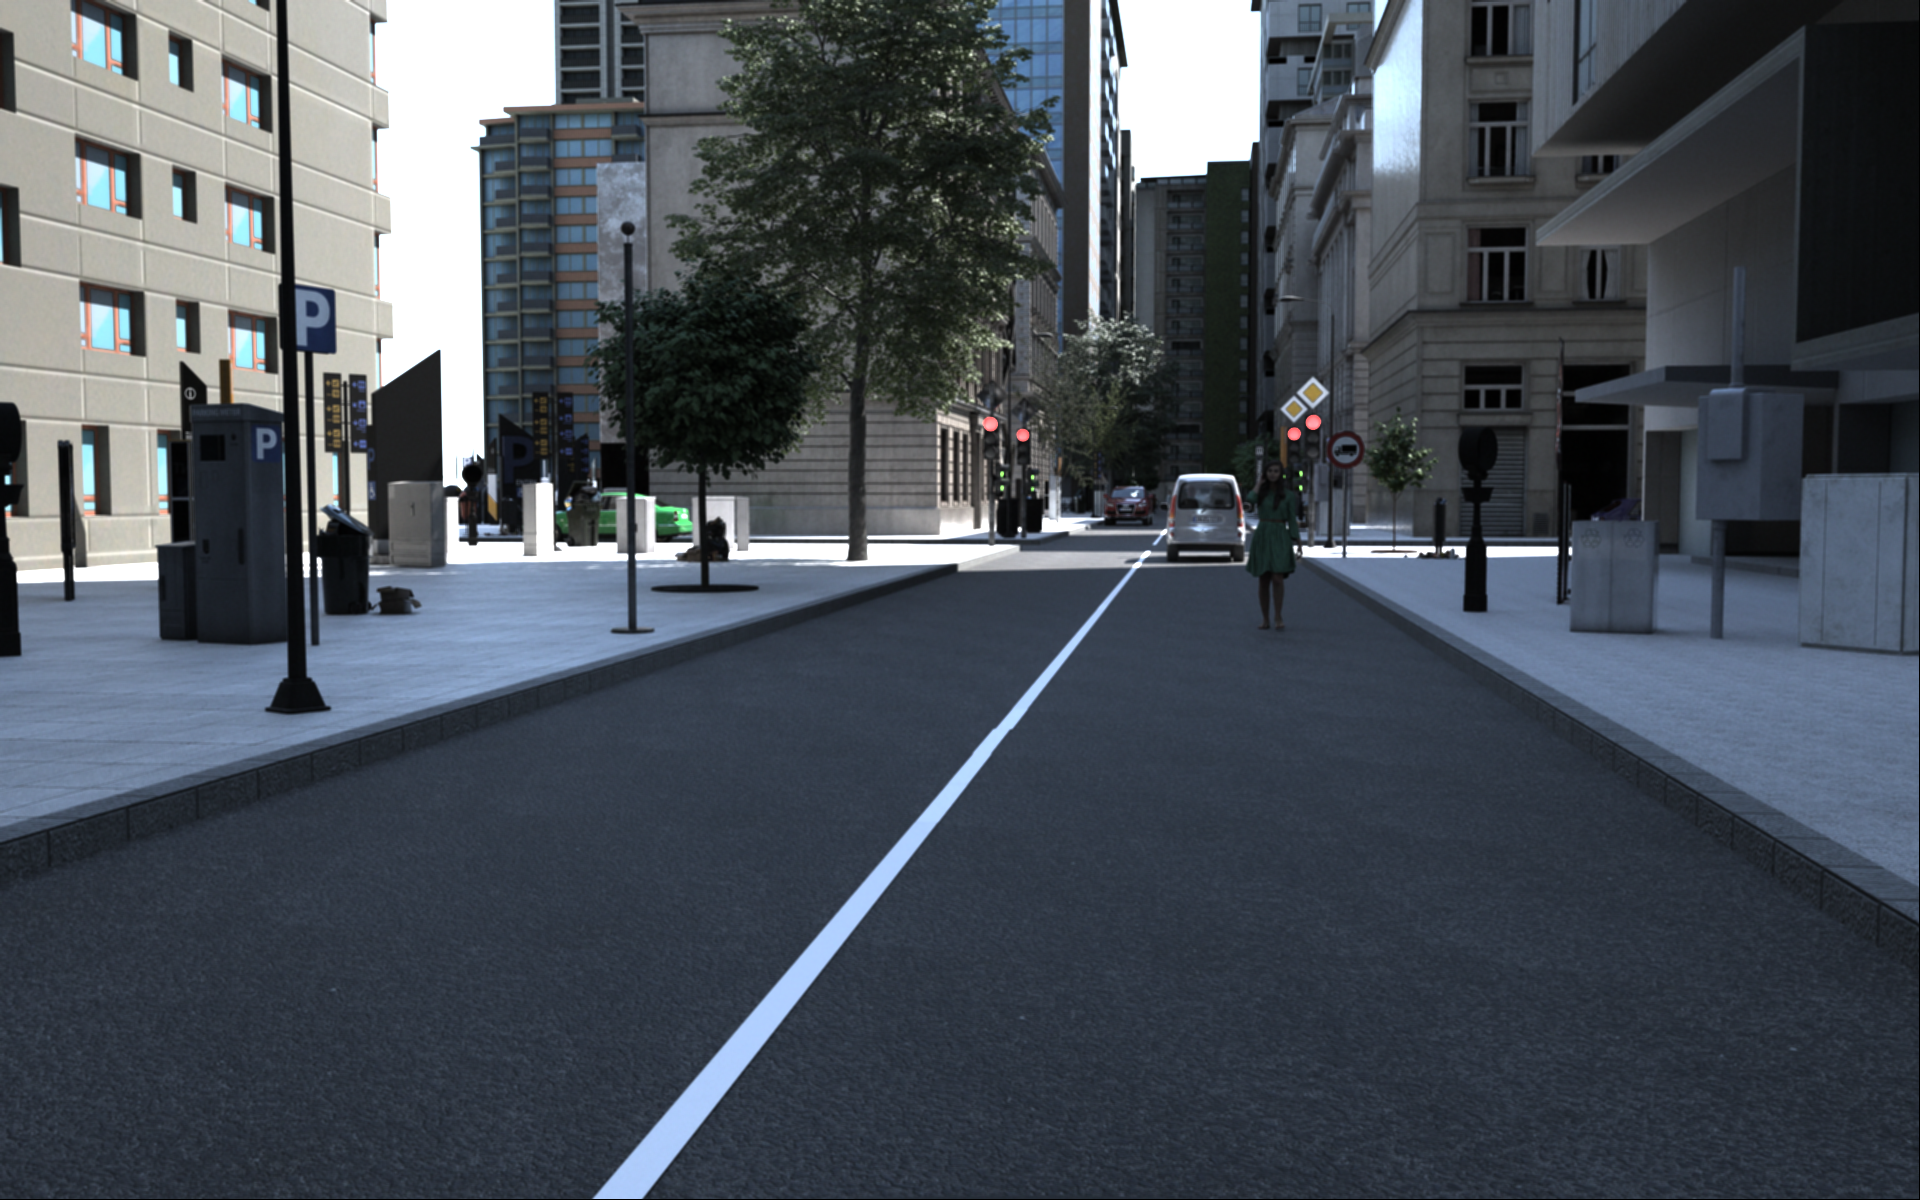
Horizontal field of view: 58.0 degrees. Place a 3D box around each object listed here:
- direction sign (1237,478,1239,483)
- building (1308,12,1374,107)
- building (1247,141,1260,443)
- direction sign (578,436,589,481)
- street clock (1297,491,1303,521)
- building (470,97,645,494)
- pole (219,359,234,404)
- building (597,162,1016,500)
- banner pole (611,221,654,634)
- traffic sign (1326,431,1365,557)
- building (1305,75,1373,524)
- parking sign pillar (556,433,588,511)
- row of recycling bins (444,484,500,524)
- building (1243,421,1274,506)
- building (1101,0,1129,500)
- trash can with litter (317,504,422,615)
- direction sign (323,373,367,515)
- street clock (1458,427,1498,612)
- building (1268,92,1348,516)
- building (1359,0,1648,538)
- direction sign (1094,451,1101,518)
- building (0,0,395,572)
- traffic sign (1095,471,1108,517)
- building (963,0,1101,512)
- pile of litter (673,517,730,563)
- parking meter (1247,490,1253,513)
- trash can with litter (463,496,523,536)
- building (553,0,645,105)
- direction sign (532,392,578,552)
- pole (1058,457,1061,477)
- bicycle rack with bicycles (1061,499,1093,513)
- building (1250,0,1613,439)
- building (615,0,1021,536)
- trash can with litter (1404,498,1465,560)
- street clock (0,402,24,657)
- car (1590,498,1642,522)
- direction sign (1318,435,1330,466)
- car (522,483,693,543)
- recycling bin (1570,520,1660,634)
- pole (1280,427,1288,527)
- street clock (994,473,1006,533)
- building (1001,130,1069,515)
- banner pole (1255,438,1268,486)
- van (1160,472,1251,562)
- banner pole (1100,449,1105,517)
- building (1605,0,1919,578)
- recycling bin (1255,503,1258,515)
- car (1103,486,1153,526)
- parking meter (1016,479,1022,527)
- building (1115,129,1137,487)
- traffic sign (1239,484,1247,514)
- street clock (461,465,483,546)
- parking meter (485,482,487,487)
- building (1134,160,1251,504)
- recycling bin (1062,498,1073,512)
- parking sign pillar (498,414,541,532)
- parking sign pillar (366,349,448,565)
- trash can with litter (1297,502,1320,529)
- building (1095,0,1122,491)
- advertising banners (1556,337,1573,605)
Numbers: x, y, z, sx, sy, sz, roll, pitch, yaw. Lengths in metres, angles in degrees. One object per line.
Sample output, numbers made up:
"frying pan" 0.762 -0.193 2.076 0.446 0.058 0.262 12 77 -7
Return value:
"direction sign" 19.064 -7.753 118.757 0.379 3.537 0.876 1 4 12
"building" 40.152 -27.084 134.706 32.217 40.220 23.993 0 4 8
"building" 42.840 -34.482 213.896 14.200 45.320 14.600 0 4 8
"direction sign" -14.965 -4.640 67.854 0.876 3.537 0.379 -1 4 -19
"street clock" 16.345 -4.798 83.011 0.358 2.002 0.471 3 4 36
"building" -37.977 -33.007 194.291 28.867 44.769 22.147 0 4 8
"pole" -11.128 -1.989 26.356 0.158 3.312 0.155 0 3 0
"building" -5.954 -13.045 80.730 16.820 18.784 16.811 0 4 8
"banner pole" -3.087 -1.603 16.227 0.401 3.779 0.863 -1 4 -10
"traffic sign" 7.794 -2.137 35.052 0.768 2.556 0.104 1 4 13
"building" 24.399 -14.883 85.139 13.314 21.916 24.055 0 4 8
"parking sign pillar" -16.978 -5.341 75.804 1.447 3.967 1.447 -1 4 -22
"row of recycling bins" -20.599 -4.128 74.599 3.534 1.692 1.069 -3 4 -38
"building" 40.612 -45.603 183.858 20.563 71.187 20.611 0 4 8
"building" 3.598 -36.491 185.868 27.495 52.752 28.713 0 4 8
"trash can with litter" -6.345 -0.441 18.603 1.055 1.170 0.624 0 4 -5
"direction sign" -11.564 -2.488 32.677 0.379 3.537 0.876 3 5 39
"street clock" 5.630 -0.874 18.868 0.358 2.002 0.471 3 5 44
"building" 26.210 -19.110 109.708 12.463 27.353 25.104 0 4 8
"building" 28.544 -13.624 56.034 30.059 22.955 16.112 0 4 8
"direction sign" 7.249 -6.077 91.353 0.379 3.537 0.876 -1 4 -20
"building" -29.827 -11.295 29.719 28.899 21.520 27.650 0 4 8
"traffic sign" 7.692 -5.797 94.778 0.884 2.594 0.081 1 4 11
"building" 3.418 -29.507 132.557 14.600 45.320 14.200 0 4 8
"pile of litter" -4.940 -1.176 33.194 1.176 0.858 1.719 1 4 10
"parking meter" 19.448 -6.740 115.909 0.399 1.863 0.255 1 4 9
"trash can with litter" -14.277 -2.583 53.282 2.233 1.210 1.678 -2 4 -35
"building" -40.208 -48.276 227.571 20.611 71.187 20.563 0 4 8
"direction sign" -9.035 -2.846 38.527 0.876 3.537 0.379 -1 4 -15
"pole" 5.496 -6.236 95.795 0.158 3.312 0.155 0 3 0
"bicycle rack with bicycles" 7.706 -6.424 118.415 2.925 0.926 2.852 -1 4 -11
"building" 41.548 -34.913 160.066 28.713 52.752 27.495 0 4 8
"building" -4.047 -12.089 62.281 10.561 19.102 19.286 0 4 8
"trash can with litter" 9.844 -1.463 34.975 1.678 1.210 2.233 2 4 24
"street clock" -7.581 -0.558 13.688 0.358 2.002 0.471 -3 5 -43
"car" 18.117 -1.926 44.070 3.894 1.354 1.945 1 4 9
"direction sign" 13.879 -4.530 66.068 0.379 3.537 0.876 3 5 42
"car" -9.886 -2.427 48.480 4.718 1.807 1.959 0 4 7
"recycling bin" 6.152 -0.227 16.265 0.722 1.027 0.722 2 4 26
"pole" 9.781 -3.579 52.367 0.158 3.312 0.155 0 3 0
"street clock" 1.308 -3.257 57.815 0.471 2.002 0.358 -1 4 -8
"building" 0.250 -16.820 103.891 11.050 23.489 19.941 0 4 8
"banner pole" 13.389 -5.302 76.711 0.863 3.779 0.401 -2 4 -25
"van" 5.392 -1.900 38.083 2.013 2.044 4.112 0 4 8
"banner pole" 7.916 -6.504 96.353 0.401 3.779 0.863 1 4 21
"building" 24.035 -26.482 22.212 28.713 52.752 27.495 0 4 8
"recycling bin" 18.411 -5.672 105.298 0.722 1.027 0.722 3 5 43
"car" 7.818 -4.363 80.012 2.281 1.827 5.304 1 4 9
"parking meter" 2.346 -3.724 66.594 0.255 1.863 0.399 3 5 42
"building" 11.536 -36.530 220.966 21.600 48.544 21.300 0 4 8
"traffic sign" 18.144 -6.716 109.816 0.884 2.594 0.081 1 4 14
"street clock" -12.038 -2.335 42.742 0.471 2.002 0.358 -2 4 -32
"parking meter" -23.861 -4.962 86.841 0.255 1.863 0.399 -1 4 -16
"building" 28.769 -32.533 215.501 14.086 41.232 14.154 0 4 8
"recycling bin" 7.747 -6.874 124.945 0.722 1.027 0.722 1 4 13
"parking sign pillar" -14.772 -4.261 58.141 1.447 3.967 1.447 -2 4 -27
"parking sign pillar" -10.209 -2.655 31.875 1.447 3.967 1.447 -3 5 -41
"trash can with litter" 12.931 -3.241 64.373 1.055 1.170 0.624 -3 4 -36
"building" 2.336 -32.759 155.221 23.786 49.044 30.456 0 4 8
"advertising banners" 7.086 -1.477 20.331 0.090 3.025 2.074 2 4 23
